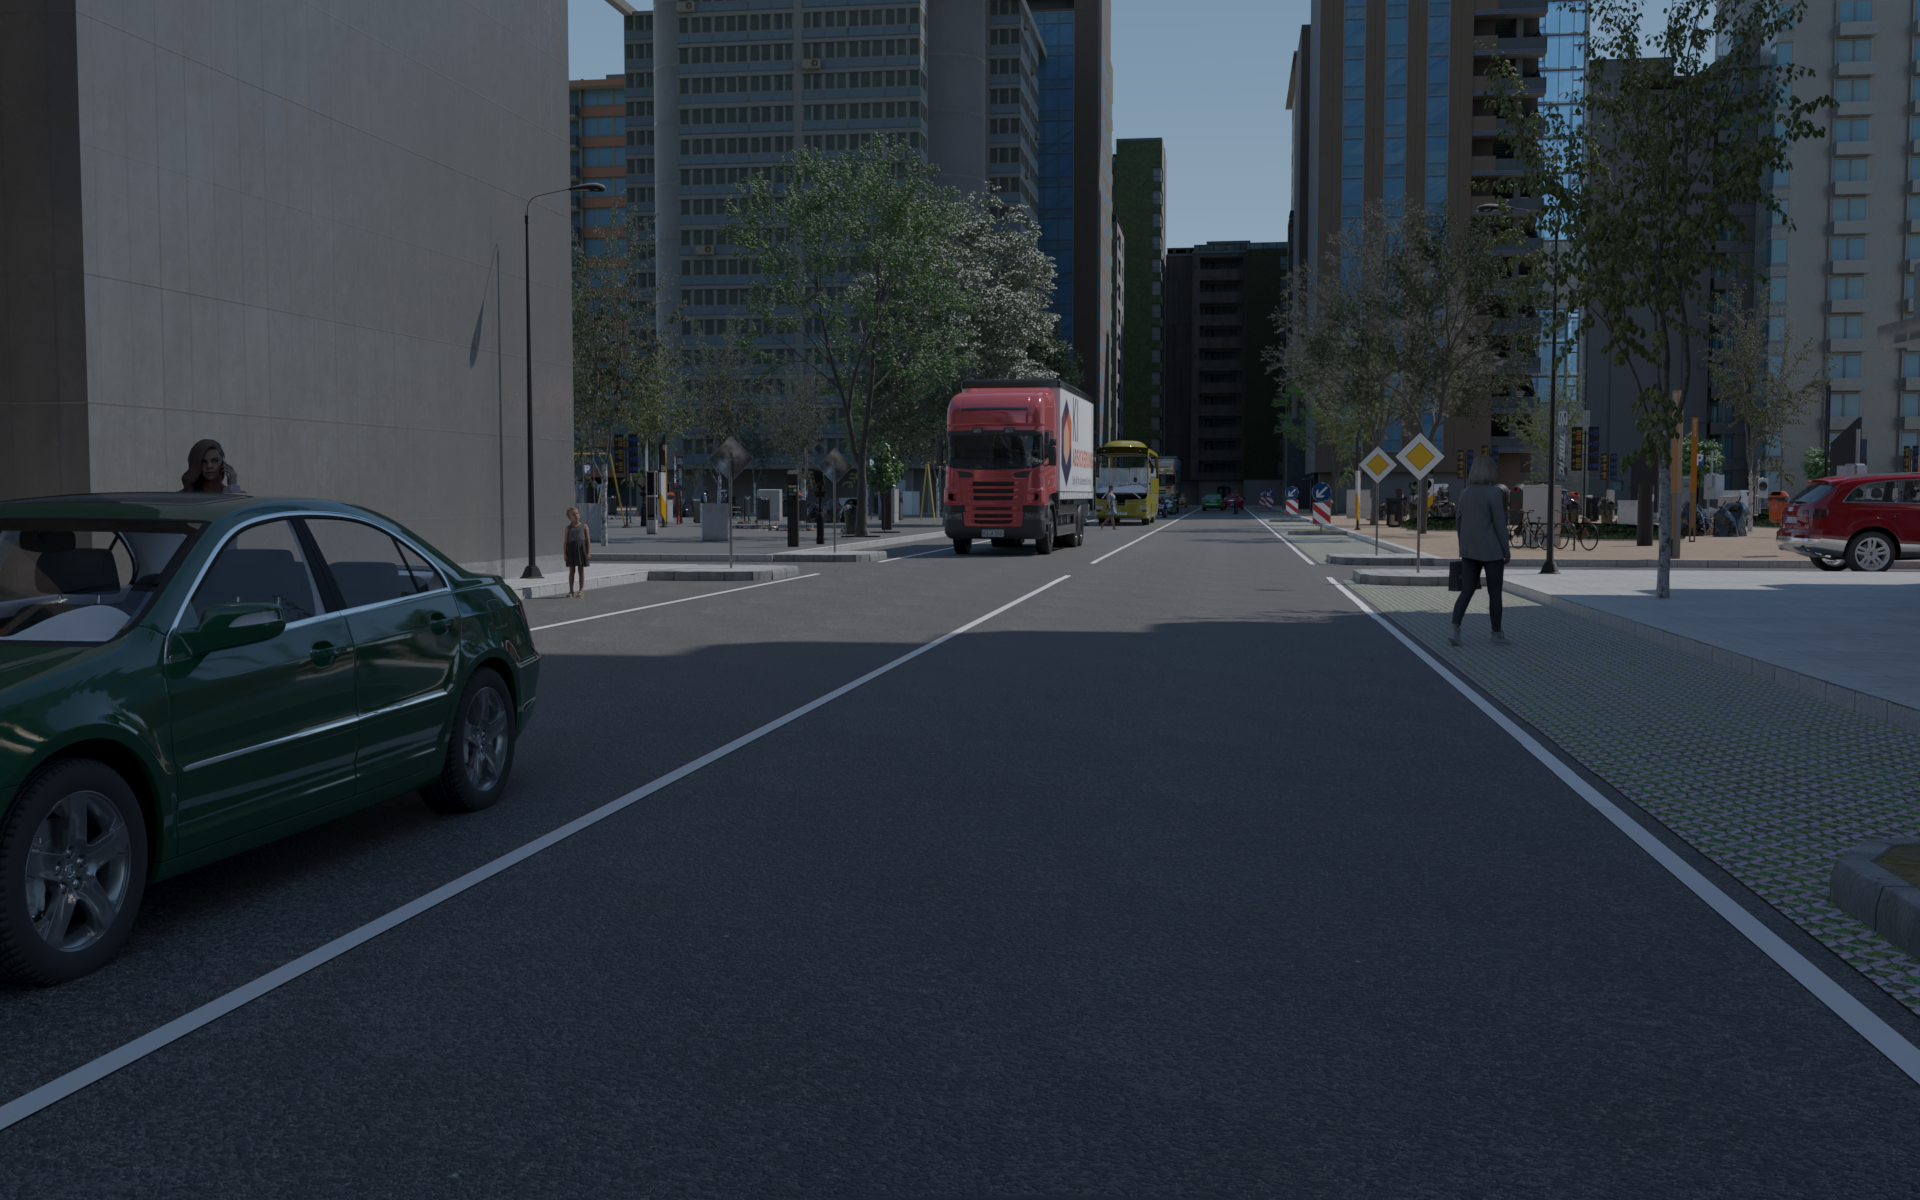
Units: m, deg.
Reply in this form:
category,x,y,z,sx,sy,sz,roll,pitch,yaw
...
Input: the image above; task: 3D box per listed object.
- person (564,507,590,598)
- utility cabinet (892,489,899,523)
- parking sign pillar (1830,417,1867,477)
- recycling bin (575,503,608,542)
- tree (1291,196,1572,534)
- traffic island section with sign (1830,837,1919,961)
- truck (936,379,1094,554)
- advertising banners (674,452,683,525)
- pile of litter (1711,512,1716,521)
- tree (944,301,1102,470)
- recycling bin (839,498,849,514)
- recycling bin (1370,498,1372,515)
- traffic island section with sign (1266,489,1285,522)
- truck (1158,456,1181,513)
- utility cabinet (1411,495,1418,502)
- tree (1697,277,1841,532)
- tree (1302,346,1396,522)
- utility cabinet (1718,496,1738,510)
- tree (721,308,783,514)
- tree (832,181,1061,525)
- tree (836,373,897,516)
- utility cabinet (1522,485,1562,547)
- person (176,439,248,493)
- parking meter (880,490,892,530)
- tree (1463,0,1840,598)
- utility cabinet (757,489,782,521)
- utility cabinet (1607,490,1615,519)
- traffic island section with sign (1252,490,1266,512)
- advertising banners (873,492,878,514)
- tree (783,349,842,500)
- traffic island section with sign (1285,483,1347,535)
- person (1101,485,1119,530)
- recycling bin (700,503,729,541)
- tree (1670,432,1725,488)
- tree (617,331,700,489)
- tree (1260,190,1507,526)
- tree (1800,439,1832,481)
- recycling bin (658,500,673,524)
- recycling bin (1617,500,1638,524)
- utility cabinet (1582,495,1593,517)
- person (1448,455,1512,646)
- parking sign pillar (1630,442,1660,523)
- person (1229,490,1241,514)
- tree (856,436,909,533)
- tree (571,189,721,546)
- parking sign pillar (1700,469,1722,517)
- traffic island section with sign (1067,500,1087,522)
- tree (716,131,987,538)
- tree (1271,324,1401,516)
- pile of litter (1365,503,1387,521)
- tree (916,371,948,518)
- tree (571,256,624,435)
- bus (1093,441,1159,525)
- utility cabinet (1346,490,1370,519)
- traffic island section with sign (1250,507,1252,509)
category,x,y,z,sx,sy,sz,roll,pitch,yaw
person,-5.309,-0.663,24.010,0.362,1.253,0.373,0,4,-5
utility cabinet,-2.968,-4.171,76.876,0.318,1.500,1.173,0,4,7
parking sign pillar,31.412,-4.452,61.269,1.447,3.967,1.447,-1,4,-15
recycling bin,-9.954,-2.079,46.552,0.722,1.027,0.722,3,4,39
tree,14.816,-7.387,55.185,8.767,10.594,7.601,1,4,10
traffic island section with sign,3.967,0.195,5.446,1.989,1.847,2.006,1,4,9
truck,1.643,-3.408,44.627,2.839,4.237,11.283,1,4,10
advertising banners,-11.897,-4.704,73.095,0.090,3.025,2.074,0,4,0
pile of litter,37.089,-4.277,83.901,1.176,0.858,1.719,-3,5,-42
tree,3.787,-11.210,100.295,9.611,12.733,9.660,0,3,0
recycling bin,-7.377,-6.071,111.819,0.722,1.027,0.722,1,4,10
recycling bin,24.741,-5.666,105.186,0.722,1.027,0.722,-1,4,-10
traffic island section with sign,16.857,-4.897,88.686,1.989,1.847,2.006,1,4,9
truck,15.257,-8.671,130.681,2.839,4.237,11.283,1,4,9
utility cabinet,26.549,-5.512,101.287,0.306,1.237,1.020,0,4,8
tree,27.132,-6.630,58.766,4.360,8.622,3.978,0,3,0
tree,18.172,-7.912,79.729,4.737,8.622,4.395,0,3,0
utility cabinet,28.282,-3.221,63.825,0.306,1.237,1.020,0,4,-1
tree,-9.650,-7.285,69.466,4.360,8.622,3.978,0,3,0
tree,-0.509,-10.067,71.252,9.857,13.997,8.962,0,3,0
tree,-5.306,-9.137,99.754,4.737,8.622,4.395,0,3,0
utility cabinet,14.125,-2.039,42.020,0.318,1.500,1.173,-1,4,-15
person,-4.448,-0.066,10.162,0.593,1.750,0.643,-1,4,-14
parking meter,-2.632,-3.429,61.780,0.399,1.863,0.255,0,4,7
tree,8.445,-4.330,21.163,4.737,8.622,4.395,0,3,0
utility cabinet,-9.015,-4.484,81.999,1.173,1.500,0.318,1,4,20
utility cabinet,33.047,-4.849,87.963,0.318,1.500,1.173,1,4,16
traffic island section with sign,24.299,-7.834,136.721,1.989,1.847,2.006,1,4,9
advertising banners,-4.883,-7.120,112.606,2.074,3.025,0.090,3,5,41
tree,-8.091,-8.371,87.226,4.360,8.622,3.978,0,3,0
traffic island section with sign,12.523,-3.185,60.711,1.989,1.847,2.006,1,4,9
person,5.986,-3.713,69.309,0.778,1.811,0.616,1,4,23
recycling bin,-6.721,-2.131,47.402,0.722,1.027,0.722,-1,4,-13
tree,37.534,-6.436,88.946,4.285,4.588,4.351,0,3,0
tree,-13.960,-7.846,78.651,4.737,8.622,4.395,0,3,0
tree,17.021,-9.787,70.380,12.009,13.543,11.850,0,3,0
tree,51.813,-7.304,103.128,4.285,4.588,4.351,0,3,0
recycling bin,-13.061,-3.871,75.843,0.722,1.027,0.722,2,4,24
recycling bin,26.924,-3.506,69.872,0.722,1.027,0.722,1,4,19
utility cabinet,35.803,-5.365,98.878,0.306,1.237,1.020,2,4,35
person,4.850,-0.468,16.334,0.728,1.800,0.709,-2,4,-31
parking sign pillar,30.514,-5.412,76.952,1.447,3.967,1.447,-3,4,-38
person,19.674,-7.016,123.927,0.721,1.743,1.217,-2,4,-32
tree,-2.628,-3.828,57.188,1.663,3.219,1.824,0,3,0
tree,-8.733,-5.651,42.759,4.360,8.622,3.978,0,3,0
parking sign pillar,41.340,-6.541,95.415,1.447,3.967,1.447,-2,4,-26
traffic island section with sign,5.510,-4.920,89.072,1.989,1.847,2.006,1,4,9
tree,-3.033,-7.664,51.059,9.928,11.665,9.643,0,3,0
tree,22.374,-10.830,102.832,9.928,11.665,9.643,0,3,0
pile of litter,20.213,-4.278,83.914,1.176,0.858,1.719,1,4,18
tree,-1.077,-8.702,92.641,4.360,8.622,3.978,0,3,0
tree,-14.483,-7.483,56.756,7.601,10.594,8.767,0,4,6
bus,8.087,-5.616,83.361,2.896,3.916,12.252,1,4,8
utility cabinet,20.589,-4.944,89.518,1.173,1.500,0.318,1,4,9
traffic island section with sign,28.485,-9.486,163.727,1.989,1.847,2.006,1,4,9
